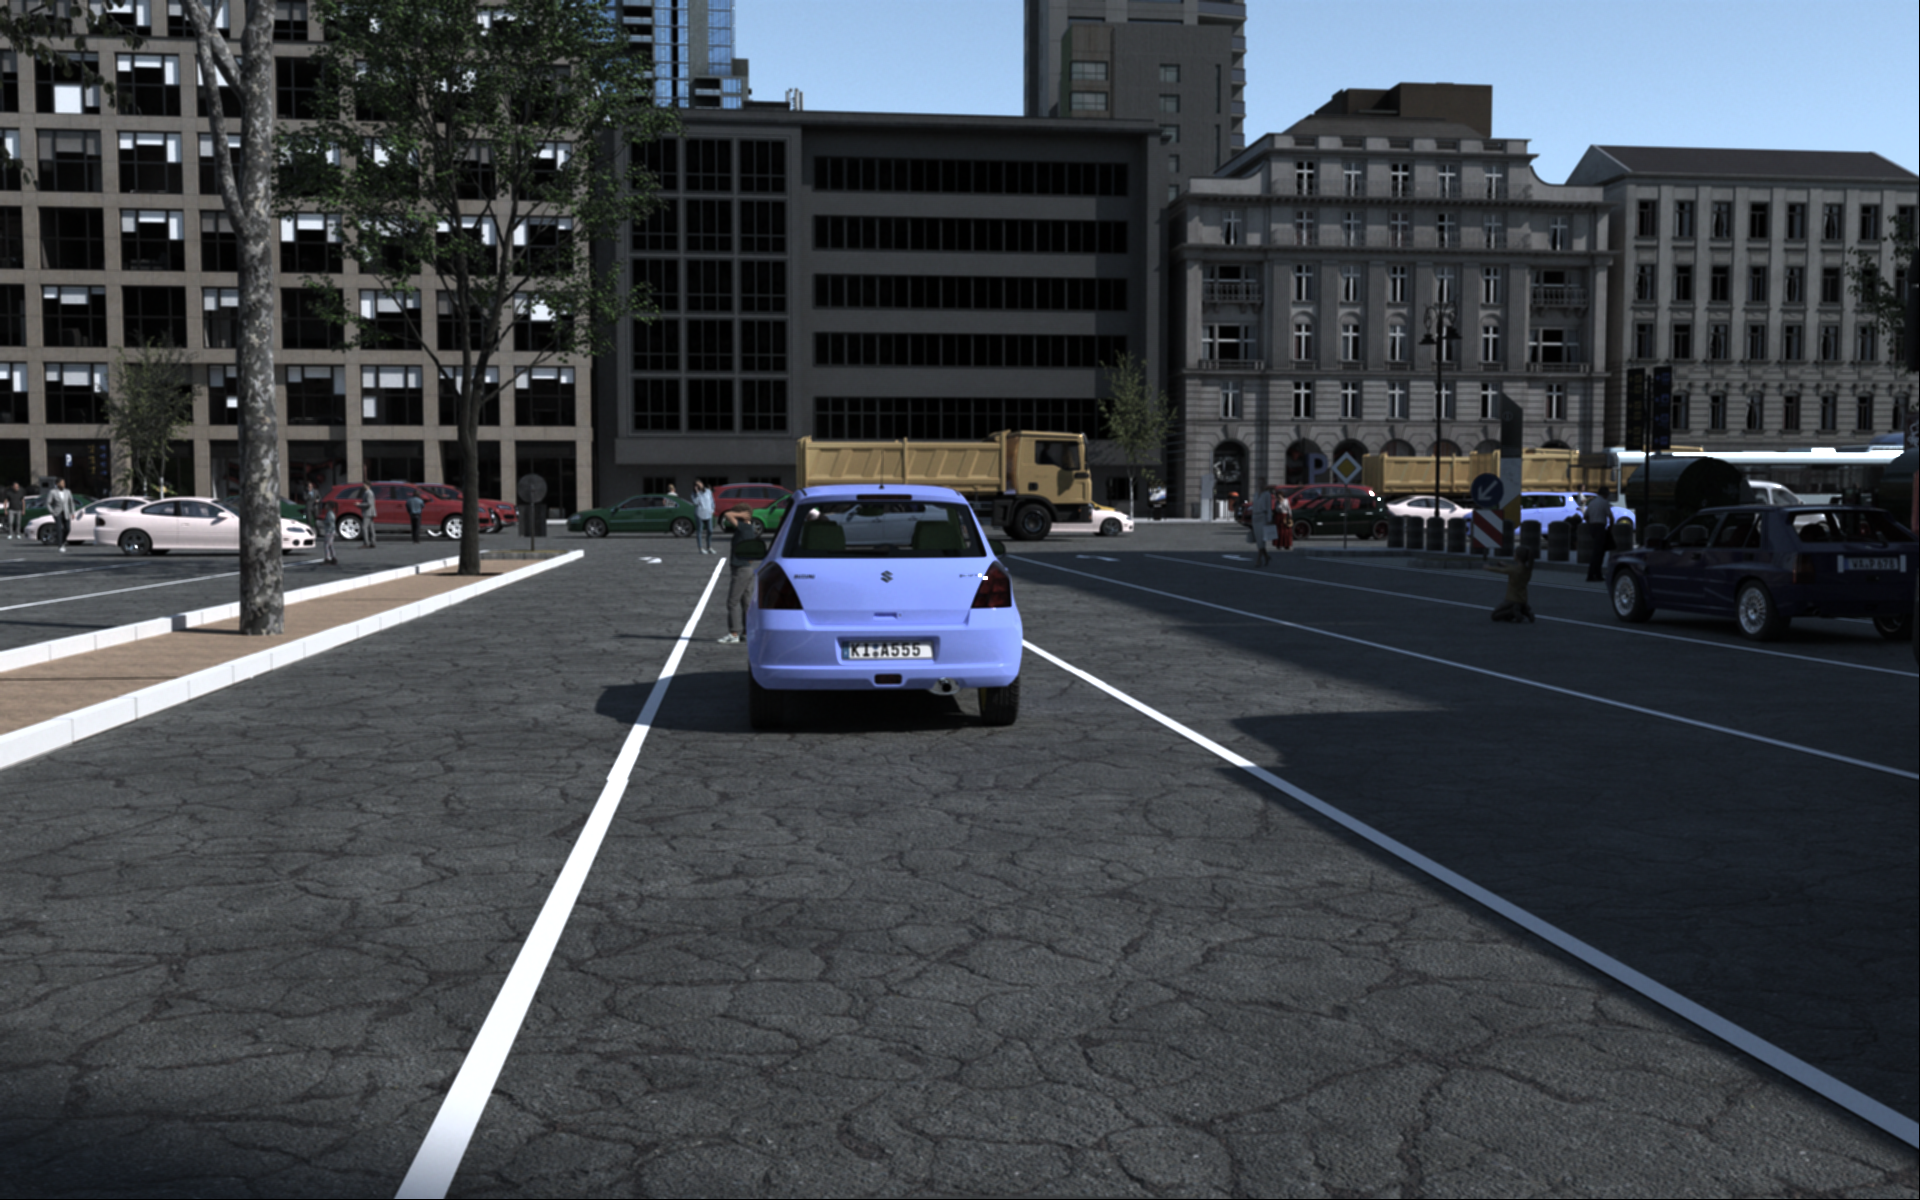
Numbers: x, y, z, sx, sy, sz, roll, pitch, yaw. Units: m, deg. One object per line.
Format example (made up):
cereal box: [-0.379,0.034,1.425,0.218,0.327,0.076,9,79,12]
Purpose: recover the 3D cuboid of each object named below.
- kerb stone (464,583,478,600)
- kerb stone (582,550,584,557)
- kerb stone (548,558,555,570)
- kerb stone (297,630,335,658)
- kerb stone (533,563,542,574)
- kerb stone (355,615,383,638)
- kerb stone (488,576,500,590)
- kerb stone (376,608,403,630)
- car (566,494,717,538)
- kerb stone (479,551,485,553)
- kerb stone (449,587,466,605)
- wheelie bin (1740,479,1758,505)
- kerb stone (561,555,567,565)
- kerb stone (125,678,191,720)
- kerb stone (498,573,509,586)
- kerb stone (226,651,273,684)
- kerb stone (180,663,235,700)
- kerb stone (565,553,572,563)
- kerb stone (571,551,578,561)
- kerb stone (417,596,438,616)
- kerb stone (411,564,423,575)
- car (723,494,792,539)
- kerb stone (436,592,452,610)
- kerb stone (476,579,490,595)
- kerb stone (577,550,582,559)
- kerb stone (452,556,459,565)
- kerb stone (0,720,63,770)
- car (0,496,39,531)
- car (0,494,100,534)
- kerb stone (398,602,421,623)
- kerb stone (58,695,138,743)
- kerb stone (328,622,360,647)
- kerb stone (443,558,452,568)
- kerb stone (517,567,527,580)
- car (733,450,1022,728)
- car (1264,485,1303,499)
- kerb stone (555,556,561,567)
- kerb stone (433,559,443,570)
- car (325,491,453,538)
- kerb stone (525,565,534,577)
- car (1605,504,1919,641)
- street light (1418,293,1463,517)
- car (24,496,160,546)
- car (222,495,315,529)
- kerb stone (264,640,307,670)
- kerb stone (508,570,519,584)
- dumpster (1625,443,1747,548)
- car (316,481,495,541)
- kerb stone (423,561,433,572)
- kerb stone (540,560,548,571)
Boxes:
kerb stone: [-6.789,-0.095,23.762,0.120,0.150,1.000,0,4,-7]
kerb stone: [-8.613,-1.036,39.132,0.120,0.150,1.000,0,4,-7]
kerb stone: [-7.880,-0.660,32.984,0.120,0.150,1.000,0,4,-7]
kerb stone: [-5.817,0.407,15.553,0.120,0.150,1.000,0,4,-7]
kerb stone: [-7.638,-0.535,30.937,0.120,0.150,1.000,0,4,-7]
kerb stone: [-6.063,0.285,17.600,0.120,0.150,1.000,0,4,-7]
kerb stone: [-7.034,-0.221,25.805,0.120,0.150,1.000,0,4,-7]
kerb stone: [-6.180,0.219,18.621,0.120,0.150,1.000,0,4,-7]
car: [-10.533,-2.786,57.353,4.920,1.459,2.131,0,4,-6]
kerb stone: [-10.691,-1.019,38.857,0.120,0.150,1.000,0,4,-7]
kerb stone: [-6.665,-0.031,22.739,0.120,0.150,1.000,0,4,-7]
wheelie bin: [15.739,-1.676,35.316,0.980,1.594,0.693,-1,4,-17]
kerb stone: [-8.123,-0.786,35.043,0.120,0.150,1.000,0,4,-7]
kerb stone: [-5.332,0.658,11.464,0.120,0.150,1.000,0,4,-7]
kerb stone: [-7.154,-0.283,26.827,0.120,0.150,1.000,0,4,-7]
kerb stone: [-5.578,0.534,13.511,0.120,0.150,1.000,0,4,-7]
kerb stone: [-5.455,0.599,12.484,0.120,0.150,1.000,0,4,-7]
kerb stone: [-8.244,-0.848,36.064,0.120,0.150,1.000,0,4,-7]
kerb stone: [-8.359,-0.911,37.092,0.120,0.150,1.000,0,4,-7]
kerb stone: [-6.418,0.093,20.671,0.120,0.150,1.000,0,4,-7]
kerb stone: [-9.717,-0.514,30.658,0.120,0.150,1.000,0,4,-7]
car: [-5.344,-2.911,56.383,4.718,1.807,1.959,0,4,-7]
kerb stone: [-6.544,0.030,21.697,0.120,0.150,1.000,0,4,-7]
kerb stone: [-6.905,-0.158,24.784,0.120,0.150,1.000,0,4,-7]
kerb stone: [-8.489,-0.973,38.112,0.120,0.150,1.000,0,4,-7]
kerb stone: [-10.205,-0.765,34.756,0.120,0.150,1.000,0,4,-7]
kerb stone: [-5.087,0.790,9.419,0.120,0.150,1.000,0,4,-7]
car: [-35.479,-3.386,67.725,4.827,1.381,2.083,0,4,-8]
car: [-33.416,-3.186,63.888,4.920,1.459,2.131,0,4,-8]
kerb stone: [-6.300,0.156,19.644,0.120,0.150,1.000,0,4,-7]
kerb stone: [-5.213,0.724,10.439,0.120,0.150,1.000,0,4,-7]
kerb stone: [-5.945,0.344,16.573,0.120,0.150,1.000,0,4,-7]
kerb stone: [-10.085,-0.704,33.728,0.120,0.150,1.000,0,4,-7]
kerb stone: [-7.395,-0.407,28.887,0.120,0.150,1.000,0,4,-7]
car: [-0.601,-0.146,11.976,1.945,1.707,3.694,0,4,-6]
car: [13.462,-3.786,70.570,2.281,1.827,5.304,0,4,-7]
kerb stone: [-8.000,-0.723,34.014,0.120,0.150,1.000,0,4,-7]
kerb stone: [-9.966,-0.643,32.705,0.120,0.150,1.000,0,4,-7]
car: [-18.663,-2.950,57.272,4.494,1.783,2.155,0,4,-6]
kerb stone: [-7.520,-0.471,29.910,0.120,0.150,1.000,0,4,-7]
car: [8.405,-0.347,18.261,1.945,1.354,3.894,0,4,-7]
street light: [11.077,-4.116,40.084,0.468,5.910,1.993,0,4,-7]
car: [-23.701,-2.227,48.765,4.827,1.381,2.083,0,4,-7]
car: [-24.521,-2.902,59.249,4.920,1.459,2.131,0,4,-7]
kerb stone: [-5.696,0.472,14.532,0.120,0.150,1.000,0,4,-7]
kerb stone: [-7.272,-0.346,27.858,0.120,0.150,1.000,0,4,-7]
dumpster: [14.127,-1.910,33.725,1.502,2.255,1.985,0,4,-7]
car: [-17.153,-2.754,53.693,5.304,1.827,2.281,0,4,-7]
kerb stone: [-9.845,-0.577,31.684,0.120,0.150,1.000,0,4,-7]
kerb stone: [-7.764,-0.597,31.963,0.120,0.150,1.000,0,4,-7]
